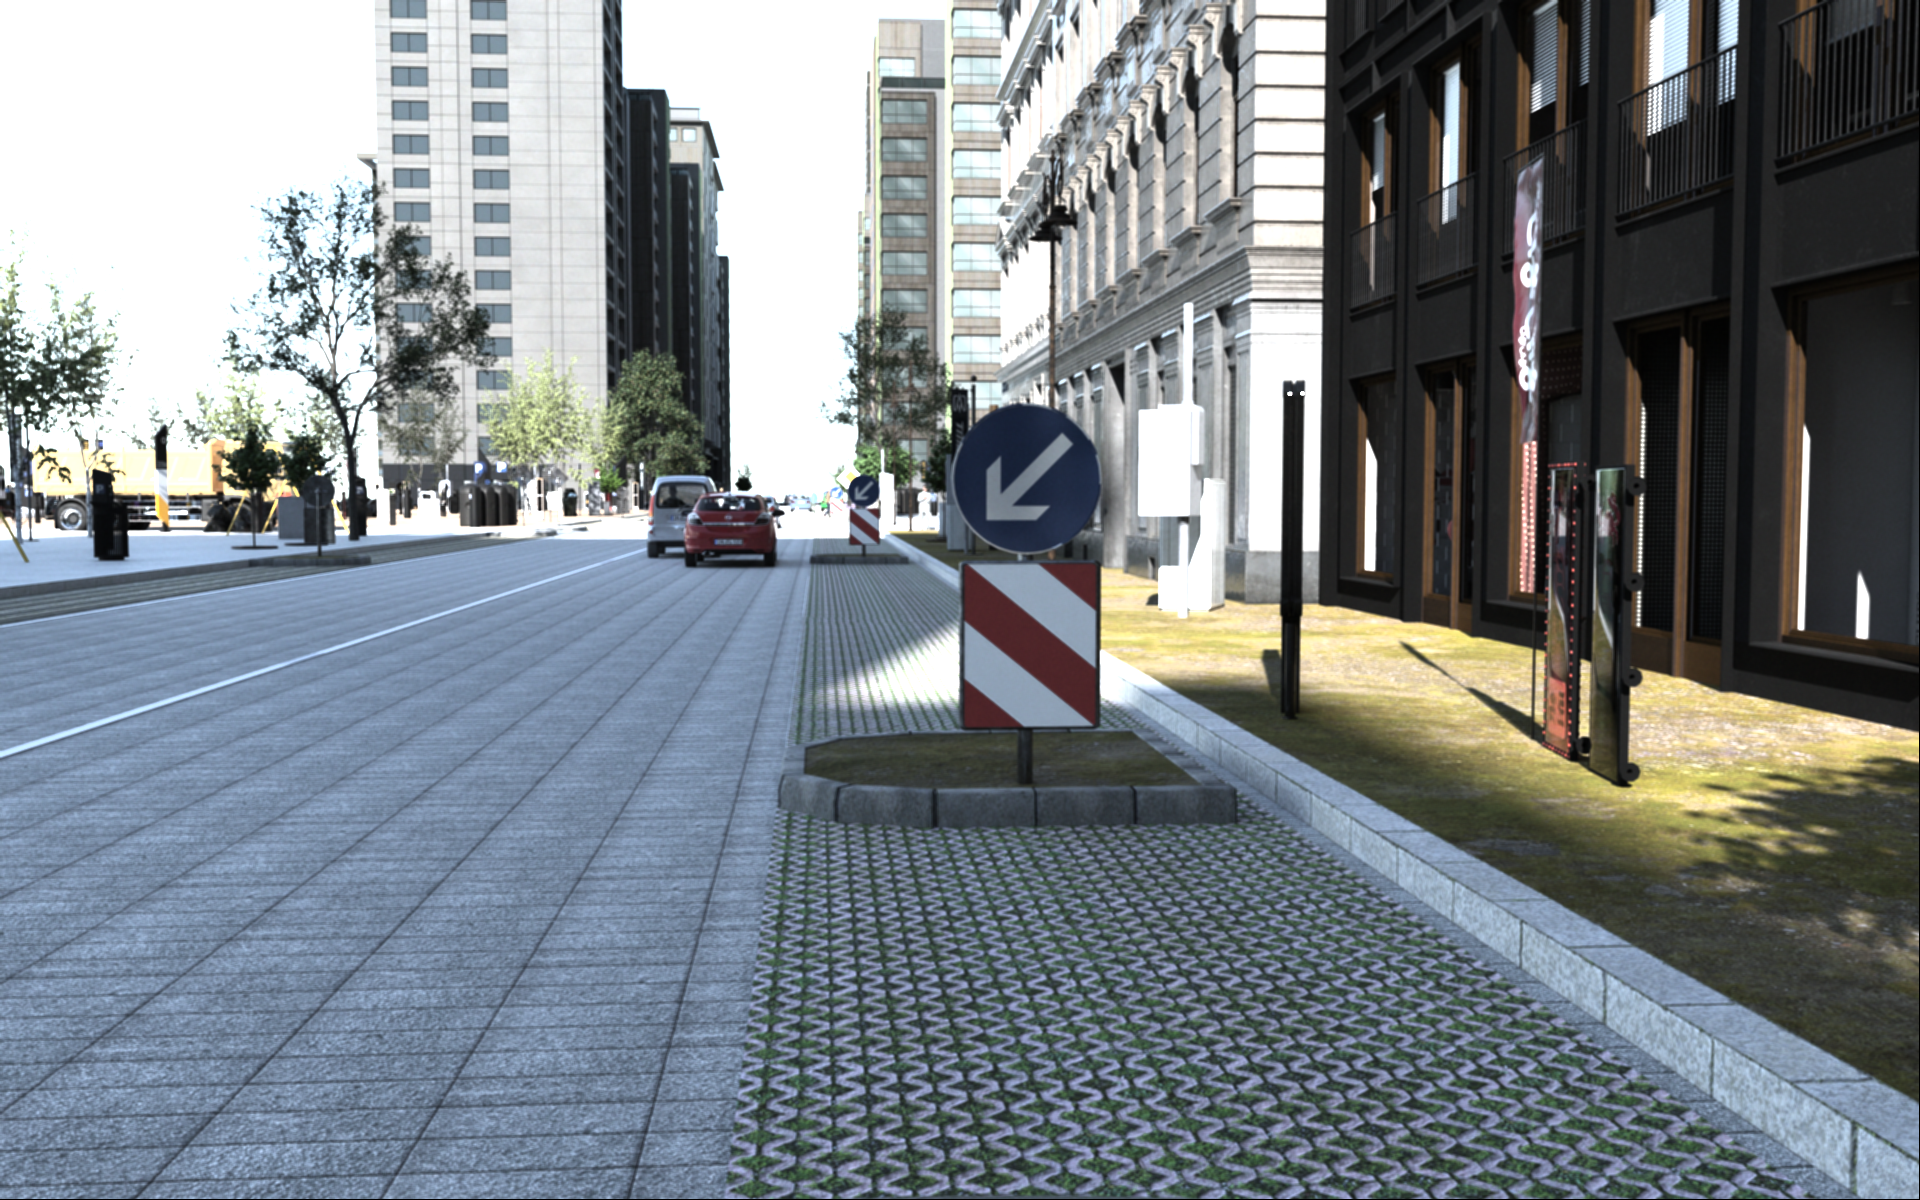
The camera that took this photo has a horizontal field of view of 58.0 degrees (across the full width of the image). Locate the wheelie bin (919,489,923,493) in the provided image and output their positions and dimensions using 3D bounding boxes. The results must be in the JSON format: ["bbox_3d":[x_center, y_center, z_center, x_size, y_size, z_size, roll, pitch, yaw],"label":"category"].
[{"bbox_3d":[-2.559,-6.399,112.536,0.980,1.594,0.693,0,4,7],"label":"wheelie bin"}]

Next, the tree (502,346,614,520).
[{"bbox_3d":[-19.885,-8.297,86.022,4.737,8.622,4.395,0,3,0],"label":"tree"}]

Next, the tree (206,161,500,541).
[{"bbox_3d":[-16.742,-6.945,47.960,8.767,10.594,7.601,0,4,0],"label":"tree"}]

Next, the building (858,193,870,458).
[{"bbox_3d":[-6.263,-33.881,237.551,14.154,41.232,14.086,0,4,-5],"label":"building"}]

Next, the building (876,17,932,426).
[{"bbox_3d":[-0.423,-28.731,153.345,14.154,41.232,14.086,0,4,-5],"label":"building"}]

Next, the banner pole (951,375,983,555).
[{"bbox_3d":[0.114,-2.842,36.481,0.863,3.779,0.401,-3,5,-41],"label":"banner pole"}]

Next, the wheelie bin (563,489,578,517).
[{"bbox_3d":[-22.124,-5.526,98.263,0.980,1.594,0.693,2,4,30],"label":"wheelie bin"}]

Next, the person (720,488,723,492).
[{"bbox_3d":[-13.561,-5.466,98.219,0.624,1.780,0.694,-1,4,-22],"label":"person"}]

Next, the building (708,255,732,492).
[{"bbox_3d":[-45.538,-36.968,288.027,14.154,41.232,14.086,0,4,-5],"label":"building"}]

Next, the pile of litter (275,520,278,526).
[{"bbox_3d":[-28.729,-3.737,75.068,1.719,0.858,1.176,-2,4,-28],"label":"pile of litter"}]

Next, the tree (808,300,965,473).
[{"bbox_3d":[-3.414,-9.056,82.473,8.767,10.594,7.601,2,4,25],"label":"tree"}]

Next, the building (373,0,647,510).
[{"bbox_3d":[-37.868,-43.571,150.640,20.563,71.187,20.611,0,4,-5],"label":"building"}]

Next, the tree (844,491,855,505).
[{"bbox_3d":[-16.251,-15.643,250.365,1.663,3.219,1.824,0,3,0],"label":"tree"}]

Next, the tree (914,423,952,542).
[{"bbox_3d":[-0.203,-3.337,49.157,1.663,3.219,1.824,0,3,0],"label":"tree"}]

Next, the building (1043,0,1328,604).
[{"bbox_3d":[7.262,-10.985,28.752,9.793,20.994,18.267,0,4,-5],"label":"building"}]

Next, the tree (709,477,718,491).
[{"bbox_3d":[-28.296,-12.296,195.647,1.663,3.219,1.824,0,3,0],"label":"tree"}]

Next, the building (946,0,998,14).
[{"bbox_3d":[6.027,-25.596,102.082,14.154,41.232,14.086,0,4,-5],"label":"building"}]

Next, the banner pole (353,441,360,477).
[{"bbox_3d":[-28.493,-5.619,81.880,0.401,3.779,0.863,0,4,4],"label":"banner pole"}]

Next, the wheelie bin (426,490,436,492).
[{"bbox_3d":[-37.354,-7.003,122.405,0.980,1.594,0.693,-1,4,-10],"label":"wheelie bin"}]

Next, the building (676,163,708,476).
[{"bbox_3d":[-38.306,-32.049,207.598,14.154,41.232,14.086,0,4,-5],"label":"building"}]

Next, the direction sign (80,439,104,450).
[{"bbox_3d":[-35.623,-4.842,71.166,0.876,3.537,0.379,-2,4,-31],"label":"direction sign"}]

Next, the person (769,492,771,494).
[{"bbox_3d":[-27.748,-14.947,253.019,1.348,1.807,0.705,0,4,7],"label":"person"}]

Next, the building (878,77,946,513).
[{"bbox_3d":[1.143,-21.556,124.142,14.160,30.474,14.107,0,4,-5],"label":"building"}]

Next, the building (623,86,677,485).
[{"bbox_3d":[-35.811,-29.702,169.227,14.154,41.232,14.086,0,4,-5],"label":"building"}]

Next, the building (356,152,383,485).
[{"bbox_3d":[-45.876,-30.341,187.949,32.217,40.220,23.993,0,4,-5],"label":"building"}]

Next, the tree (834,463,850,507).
[{"bbox_3d":[-11.275,-11.930,178.774,4.285,4.588,4.351,0,3,0],"label":"tree"}]

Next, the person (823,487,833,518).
[{"bbox_3d":[-7.876,-5.831,103.746,0.656,1.842,0.836,3,5,39],"label":"person"}]

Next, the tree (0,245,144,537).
[{"bbox_3d":[-25.824,-6.146,50.847,4.360,8.622,3.978,0,3,0],"label":"tree"}]

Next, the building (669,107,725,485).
[{"bbox_3d":[-47.995,-39.748,239.123,28.713,52.752,27.495,0,4,-5],"label":"building"}]

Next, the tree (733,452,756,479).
[{"bbox_3d":[-36.293,-20.917,292.351,4.360,8.622,3.978,0,3,0],"label":"tree"}]

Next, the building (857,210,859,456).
[{"bbox_3d":[-7.937,-34.736,251.521,14.154,41.232,14.086,0,4,-5],"label":"building"}]

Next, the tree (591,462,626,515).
[{"bbox_3d":[-21.692,-6.763,105.177,1.663,3.219,1.824,0,3,0],"label":"tree"}]

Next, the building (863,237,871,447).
[{"bbox_3d":[-3.975,-25.982,196.502,14.160,30.474,14.107,0,4,-5],"label":"building"}]

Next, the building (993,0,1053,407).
[{"bbox_3d":[7.211,-12.988,48.516,11.583,22.565,21.152,0,4,-5],"label":"building"}]

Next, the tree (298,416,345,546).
[{"bbox_3d":[-16.259,-2.982,43.362,1.663,3.219,1.824,0,3,0],"label":"tree"}]

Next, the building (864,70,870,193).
[{"bbox_3d":[-7.784,-52.226,292.138,20.563,71.187,20.611,0,4,-5],"label":"building"}]

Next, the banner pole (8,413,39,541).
[{"bbox_3d":[-25.578,-3.498,47.205,0.863,3.779,0.401,1,4,15],"label":"banner pole"}]

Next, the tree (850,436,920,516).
[{"bbox_3d":[-4.000,-7.178,101.075,4.285,4.588,4.351,0,3,0],"label":"tree"}]

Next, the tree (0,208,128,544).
[{"bbox_3d":[-23.991,-5.748,44.340,4.737,8.622,4.395,0,3,0],"label":"tree"}]

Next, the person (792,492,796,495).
[{"bbox_3d":[-25.799,-15.984,269.865,1.348,1.821,0.705,-2,4,-29],"label":"person"}]

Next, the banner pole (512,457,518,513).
[{"bbox_3d":[-29.624,-7.666,115.349,0.401,3.779,0.863,1,4,16],"label":"banner pole"}]

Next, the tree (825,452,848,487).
[{"bbox_3d":[-20.754,-21.071,294.877,4.360,8.622,3.978,0,3,0],"label":"tree"}]

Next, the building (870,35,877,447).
[{"bbox_3d":[-1.586,-31.666,167.848,14.600,45.320,14.200,0,4,-5],"label":"building"}]

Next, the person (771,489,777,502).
[{"bbox_3d":[-13.809,-7.325,128.275,0.388,1.821,0.555,2,4,31],"label":"person"}]

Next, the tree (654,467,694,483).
[{"bbox_3d":[-24.595,-10.122,149.205,4.285,4.588,4.351,0,3,0],"label":"tree"}]

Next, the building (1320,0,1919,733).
[{"bbox_3d":[10.923,-11.145,11.902,12.332,23.373,15.834,0,4,-5],"label":"building"}]

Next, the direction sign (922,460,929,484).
[{"bbox_3d":[-2.250,-7.583,115.983,0.876,3.537,0.379,3,5,43],"label":"direction sign"}]

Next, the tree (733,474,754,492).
[{"bbox_3d":[-35.497,-18.366,283.996,4.285,4.588,4.351,0,3,0],"label":"tree"}]

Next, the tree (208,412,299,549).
[{"bbox_3d":[-16.681,-2.826,40.806,1.663,3.219,1.824,0,3,0],"label":"tree"}]

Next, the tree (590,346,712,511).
[{"bbox_3d":[-24.047,-13.301,134.486,9.611,12.733,9.660,0,3,0],"label":"tree"}]

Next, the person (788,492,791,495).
[{"bbox_3d":[-22.907,-13.669,232.899,0.541,1.710,0.530,1,4,11],"label":"person"}]

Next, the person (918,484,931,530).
[{"bbox_3d":[-1.353,-3.489,65.724,0.511,1.800,0.466,0,3,0],"label":"person"}]

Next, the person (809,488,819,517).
[{"bbox_3d":[-9.174,-6.119,108.889,0.444,1.785,0.601,-3,5,-44],"label":"person"}]

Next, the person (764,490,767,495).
[{"bbox_3d":[-18.997,-9.781,168.425,0.705,1.824,1.348,-2,4,-26],"label":"person"}]

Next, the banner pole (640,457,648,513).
[{"bbox_3d":[-21.598,-7.827,117.994,0.401,3.779,0.863,-3,5,-40],"label":"banner pole"}]
